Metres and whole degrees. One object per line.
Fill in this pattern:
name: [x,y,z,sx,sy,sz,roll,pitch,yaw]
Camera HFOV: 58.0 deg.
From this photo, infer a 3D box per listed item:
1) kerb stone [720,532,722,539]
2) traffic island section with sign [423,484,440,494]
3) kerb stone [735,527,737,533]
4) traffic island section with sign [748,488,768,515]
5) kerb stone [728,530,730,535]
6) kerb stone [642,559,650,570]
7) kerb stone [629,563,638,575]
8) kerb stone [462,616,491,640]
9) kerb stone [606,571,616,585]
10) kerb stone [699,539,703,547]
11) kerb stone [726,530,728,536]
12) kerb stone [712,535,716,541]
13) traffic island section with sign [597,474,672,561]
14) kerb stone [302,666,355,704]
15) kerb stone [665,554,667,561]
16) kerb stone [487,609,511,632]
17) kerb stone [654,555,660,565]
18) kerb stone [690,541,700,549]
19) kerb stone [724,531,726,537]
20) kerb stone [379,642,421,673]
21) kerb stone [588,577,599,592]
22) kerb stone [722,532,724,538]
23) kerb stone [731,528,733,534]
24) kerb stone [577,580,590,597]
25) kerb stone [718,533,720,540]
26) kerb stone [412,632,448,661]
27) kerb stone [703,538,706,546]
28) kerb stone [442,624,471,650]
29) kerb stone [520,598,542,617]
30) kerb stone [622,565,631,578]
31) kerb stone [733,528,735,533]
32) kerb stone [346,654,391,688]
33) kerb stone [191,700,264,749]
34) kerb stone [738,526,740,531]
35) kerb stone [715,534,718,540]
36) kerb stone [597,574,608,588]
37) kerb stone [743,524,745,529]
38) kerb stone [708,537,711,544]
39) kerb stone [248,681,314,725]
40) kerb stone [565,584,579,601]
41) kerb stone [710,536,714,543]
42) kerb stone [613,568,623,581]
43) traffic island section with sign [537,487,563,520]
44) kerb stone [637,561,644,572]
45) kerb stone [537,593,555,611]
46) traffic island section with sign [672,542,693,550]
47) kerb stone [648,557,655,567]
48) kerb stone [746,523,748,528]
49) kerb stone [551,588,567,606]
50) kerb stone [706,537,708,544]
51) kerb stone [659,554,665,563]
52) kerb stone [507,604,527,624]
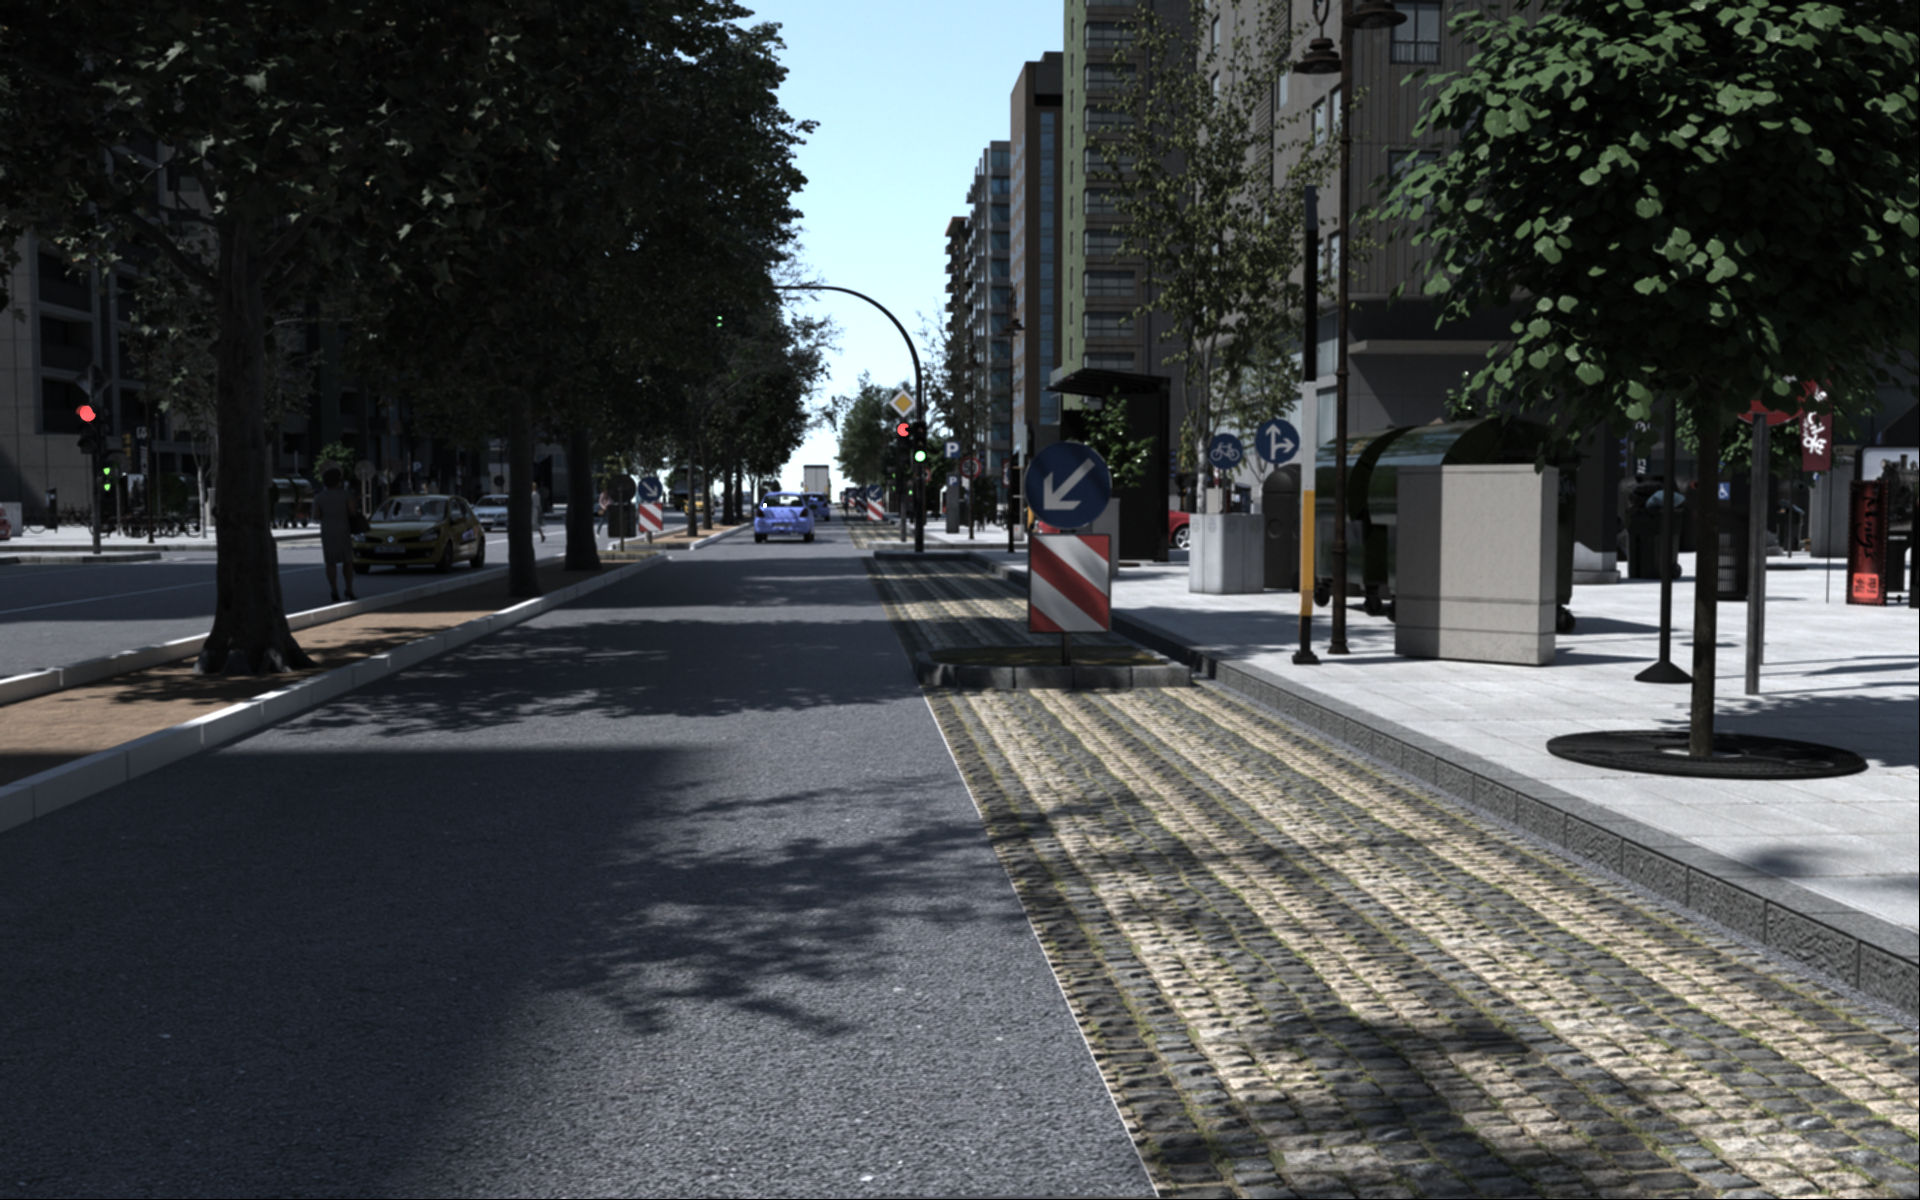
kerb stone: [-7.679,-1.988,54.698,0.120,0.150,1.000,0,4,-4]
traffic island section with sign: [-20.753,-3.616,67.756,1.989,1.847,2.006,0,4,-4]
kerb stone: [-8.293,-2.488,62.881,0.120,0.150,1.000,0,4,-4]
traffic island section with sign: [-13.681,-6.861,120.321,2.006,1.907,1.989,0,4,-4]
kerb stone: [-7.984,-2.237,58.790,0.120,0.150,1.000,0,4,-4]
kerb stone: [-6.020,-0.640,32.707,0.120,0.150,1.000,0,4,-4]
kerb stone: [-5.872,-0.518,30.667,0.120,0.150,1.000,0,4,-4]
kerb stone: [-4.886,0.296,17.356,0.120,0.150,1.000,0,4,-4]
kerb stone: [-5.639,-0.328,27.597,0.120,0.150,1.000,0,4,-4]
kerb stone: [-7.060,-1.485,46.510,0.120,0.150,1.000,0,4,-4]
kerb stone: [-7.910,-2.172,57.770,0.120,0.150,1.000,0,4,-4]
kerb stone: [-7.438,-1.801,51.634,0.120,0.150,1.000,0,4,-4]
traffic island section with sign: [-7.498,-1.827,38.006,2.006,1.907,1.989,0,4,-4]
kerb stone: [-4.493,0.609,12.241,0.120,0.150,1.000,0,4,-4]
kerb stone: [-6.332,-0.894,36.808,0.120,0.150,1.000,0,4,-4]
kerb stone: [-4.951,0.236,18.392,0.120,0.150,1.000,0,4,-4]
kerb stone: [-6.180,-0.769,34.767,0.120,0.150,1.000,0,4,-4]
kerb stone: [-7.000,-1.421,45.490,0.120,0.150,1.000,0,4,-4]
kerb stone: [-7.827,-2.113,56.747,0.120,0.150,1.000,0,4,-4]
kerb stone: [-4.644,0.485,14.287,0.120,0.150,1.000,0,4,-4]
kerb stone: [-5.492,-0.203,25.555,0.120,0.150,1.000,0,4,-4]
kerb stone: [-7.759,-2.049,55.722,0.120,0.150,1.000,0,4,-4]
kerb stone: [-8.143,-2.360,60.836,0.120,0.150,1.000,0,4,-4]
kerb stone: [-5.405,-0.143,24.530,0.120,0.150,1.000,0,4,-4]
kerb stone: [-7.609,-1.925,53.675,0.120,0.150,1.000,0,4,-4]
kerb stone: [-4.726,0.421,15.312,0.120,0.150,1.000,0,4,-4]
kerb stone: [-7.138,-1.550,47.540,0.120,0.150,1.000,0,4,-4]
kerb stone: [-4.799,0.363,16.337,0.120,0.150,1.000,0,4,-4]
kerb stone: [-5.106,0.109,20.431,0.120,0.150,1.000,0,4,-4]
kerb stone: [-5.793,-0.455,29.641,0.120,0.150,1.000,0,4,-4]
kerb stone: [-8.215,-2.423,61.855,0.120,0.150,1.000,0,4,-4]
kerb stone: [-4.567,0.551,13.268,0.120,0.150,1.000,0,4,-4]
kerb stone: [-4.337,0.738,10.197,0.120,0.150,1.000,0,4,-4]
kerb stone: [-8.448,-2.614,64.933,0.120,0.150,1.000,0,4,-4]
kerb stone: [-7.527,-1.863,52.657,0.120,0.150,1.000,0,4,-4]
kerb stone: [-5.570,-0.267,26.577,0.120,0.150,1.000,0,4,-4]
kerb stone: [-8.759,-2.862,69.025,0.120,0.150,1.000,0,4,-4]
kerb stone: [-7.303,-1.670,49.583,0.120,0.150,1.000,0,4,-4]
kerb stone: [-4.414,0.671,11.221,0.120,0.150,1.000,0,4,-4]
kerb stone: [-5.339,-0.080,23.509,0.120,0.150,1.000,0,4,-4]
kerb stone: [-7.368,-1.737,50.606,0.120,0.150,1.000,0,4,-4]
kerb stone: [-5.727,-0.393,28.621,0.120,0.150,1.000,0,4,-4]
traffic island section with sign: [-22.773,-5.260,94.636,1.989,1.847,2.006,0,4,-4]
kerb stone: [-5.947,-0.576,31.687,0.120,0.150,1.000,0,4,-4]
kerb stone: [-5.186,0.045,21.462,0.120,0.150,1.000,0,4,-4]
traffic island section with sign: [-8.043,-2.279,45.393,2.006,1.907,1.989,0,4,-4]
kerb stone: [-6.111,-0.706,33.736,0.120,0.150,1.000,0,4,-4]
kerb stone: [-8.909,-2.990,71.079,0.120,0.150,1.000,0,4,-4]
kerb stone: [-5.269,-0.018,22.487,0.120,0.150,1.000,0,4,-4]
kerb stone: [-7.220,-1.612,48.558,0.120,0.150,1.000,0,4,-4]
kerb stone: [-6.260,-0.828,35.787,0.120,0.150,1.000,0,4,-4]
kerb stone: [-5.031,0.176,19.411,0.120,0.150,1.000,0,4,-4]
